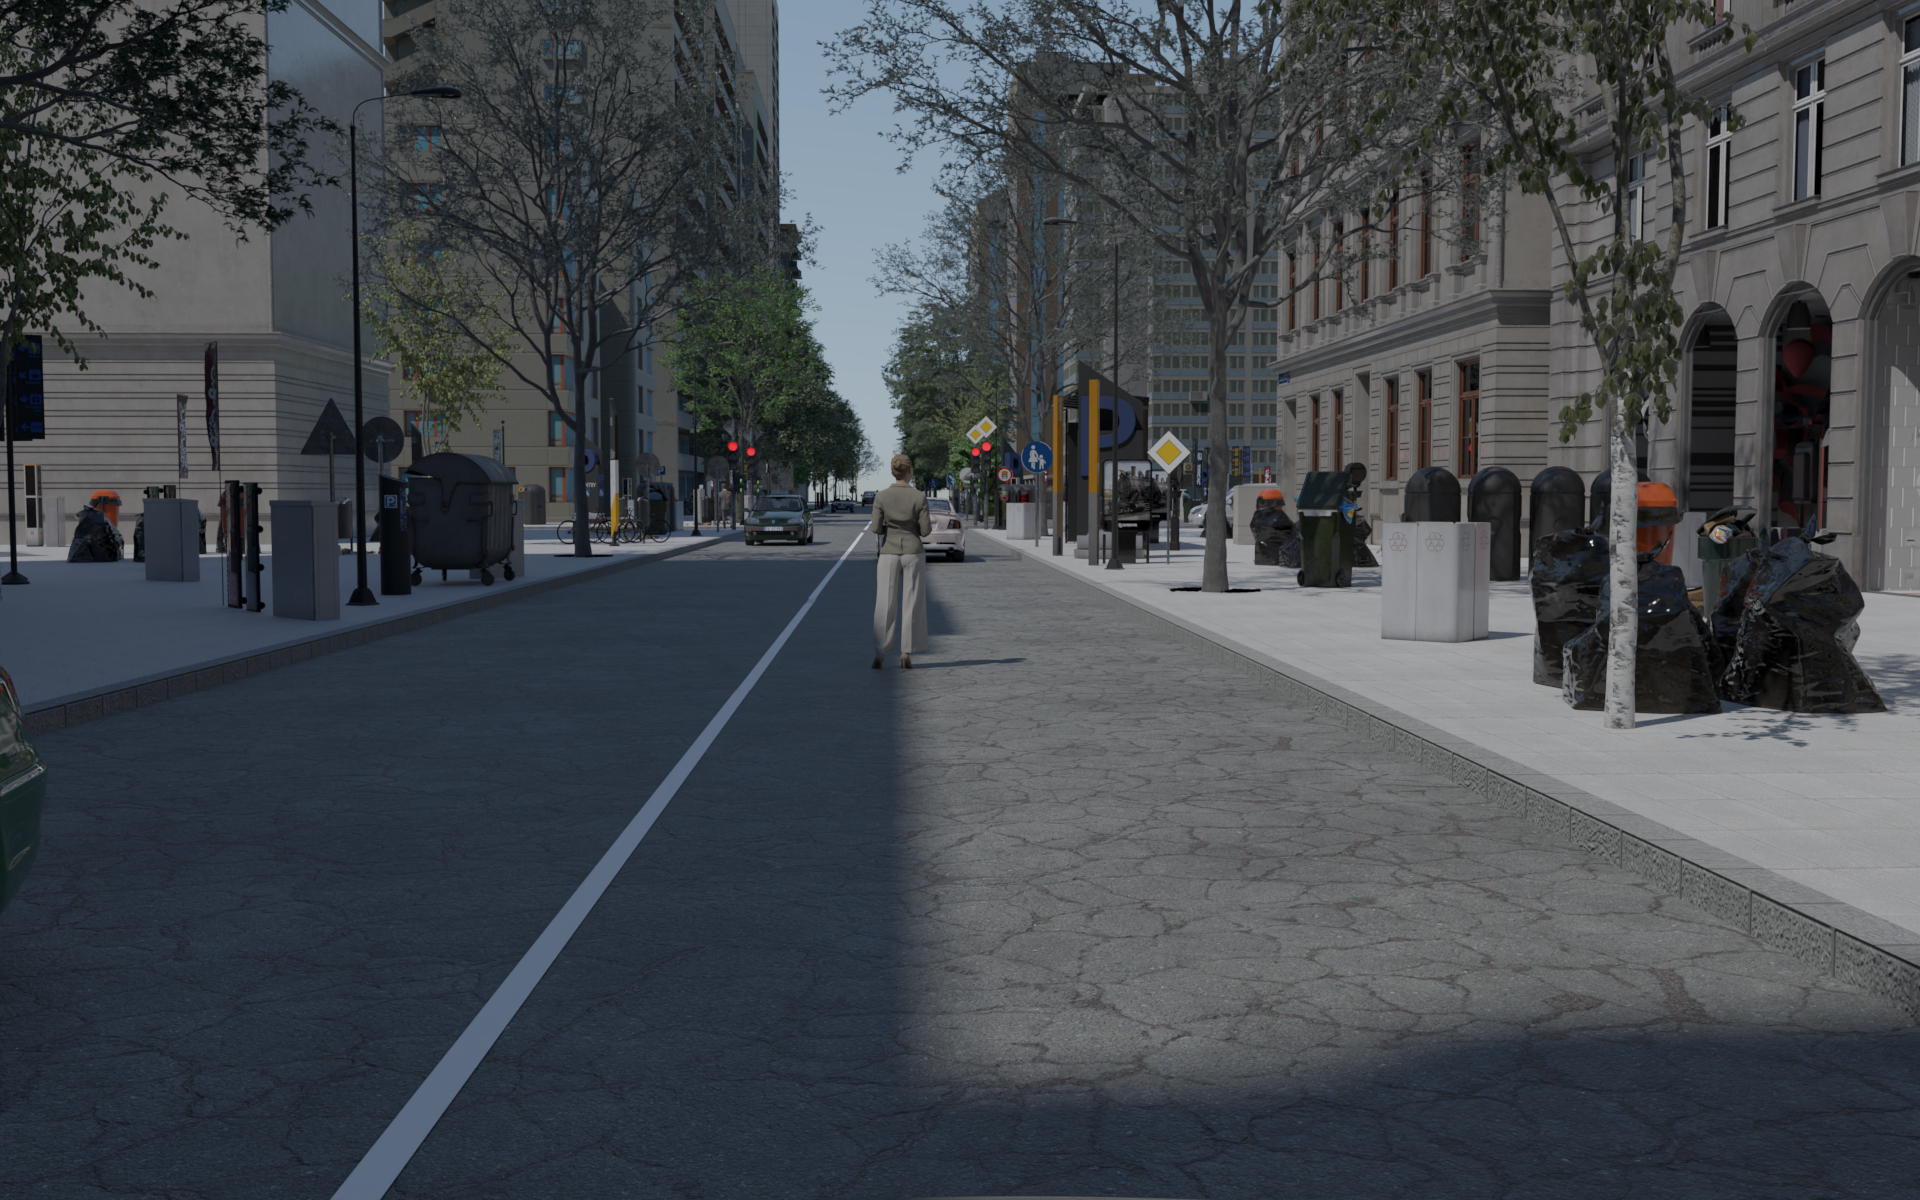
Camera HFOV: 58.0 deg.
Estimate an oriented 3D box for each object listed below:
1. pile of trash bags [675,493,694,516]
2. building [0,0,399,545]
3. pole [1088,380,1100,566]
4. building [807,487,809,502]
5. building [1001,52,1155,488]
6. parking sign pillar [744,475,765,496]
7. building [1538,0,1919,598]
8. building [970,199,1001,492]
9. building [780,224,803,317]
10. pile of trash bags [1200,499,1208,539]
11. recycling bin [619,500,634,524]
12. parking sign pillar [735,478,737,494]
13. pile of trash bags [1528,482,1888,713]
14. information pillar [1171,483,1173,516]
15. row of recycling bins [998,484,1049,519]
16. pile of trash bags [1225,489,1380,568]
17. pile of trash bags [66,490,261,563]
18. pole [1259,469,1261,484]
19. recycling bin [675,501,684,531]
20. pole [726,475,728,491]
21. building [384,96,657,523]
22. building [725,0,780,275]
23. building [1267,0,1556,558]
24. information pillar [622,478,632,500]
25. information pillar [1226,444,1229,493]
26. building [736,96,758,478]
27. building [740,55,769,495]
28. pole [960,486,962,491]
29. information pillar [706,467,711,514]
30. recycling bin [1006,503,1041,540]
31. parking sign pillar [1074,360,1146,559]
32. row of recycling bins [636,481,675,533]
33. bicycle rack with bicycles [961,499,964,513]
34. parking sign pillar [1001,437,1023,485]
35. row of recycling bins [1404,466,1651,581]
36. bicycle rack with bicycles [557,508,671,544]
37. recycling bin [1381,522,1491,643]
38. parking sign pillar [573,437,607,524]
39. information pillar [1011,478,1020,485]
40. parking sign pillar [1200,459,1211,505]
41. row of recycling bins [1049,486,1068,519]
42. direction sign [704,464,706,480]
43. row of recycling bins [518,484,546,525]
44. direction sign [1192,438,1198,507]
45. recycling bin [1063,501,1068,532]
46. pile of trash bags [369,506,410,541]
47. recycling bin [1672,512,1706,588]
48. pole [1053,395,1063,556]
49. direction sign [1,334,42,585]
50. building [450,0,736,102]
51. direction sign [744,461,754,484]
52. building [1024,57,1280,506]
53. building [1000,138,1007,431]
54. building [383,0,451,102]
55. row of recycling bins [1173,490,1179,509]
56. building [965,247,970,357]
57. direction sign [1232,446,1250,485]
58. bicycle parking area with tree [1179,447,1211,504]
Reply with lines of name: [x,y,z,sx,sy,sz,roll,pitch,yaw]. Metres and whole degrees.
pile of trash bags: [-16.659,-5.807,104.704,1.912,1.369,3.447,1,4,15]
building: [-27.284,-12.949,47.881,21.152,22.565,11.583,0,4,-2]
pole: [2.402,-2.273,31.013,0.158,3.312,0.155,0,3,0]
building: [-33.111,-31.937,293.876,14.160,30.474,14.107,0,4,-2]
building: [12.177,-32.231,177.092,14.600,45.320,14.200,0,4,-2]
parking sign pillar: [-16.218,-9.228,139.342,1.447,3.967,1.447,-3,5,-41]
building: [17.515,-10.973,21.211,13.314,21.916,24.055,0,4,-2]
building: [9.298,-36.985,254.822,14.600,45.320,14.200,0,4,-2]
building: [-36.085,-37.725,271.429,22.147,44.769,28.867,0,4,-2]
pile of trash bags: [7.918,-2.439,49.627,1.912,1.369,3.447,0,4,4]
recycling bin: [-14.510,-3.816,74.952,0.722,1.027,0.722,-1,4,-19]
parking sign pillar: [-18.212,-9.496,143.724,1.447,3.967,1.447,1,4,19]
pile of trash bags: [4.815,-0.116,11.648,1.912,1.369,3.447,1,4,12]
information pillar: [10.296,-4.944,85.323,0.304,2.012,0.304,-1,4,-16]
row of recycling bins: [2.468,-3.998,72.478,1.069,1.692,3.534,2,4,25]
pile of trash bags: [6.173,-1.332,31.537,1.912,1.369,3.447,-1,4,-13]
pile of trash bags: [-15.294,-1.433,33.177,3.447,1.369,1.912,0,4,-3]
pole: [23.982,-8.843,138.427,0.158,3.312,0.155,0,3,0]
recycling bin: [-10.130,-2.942,60.651,0.722,1.027,0.722,1,4,11]
pole: [-19.358,-9.188,144.066,0.158,3.312,0.155,0,3,0]
building: [-31.813,-15.023,90.669,27.650,21.520,28.899,0,4,-2]
building: [-33.847,-49.393,245.832,20.563,71.187,20.611,0,4,-2]
building: [15.302,-12.713,44.011,11.583,22.565,21.152,0,4,-2]
information pillar: [-15.486,-4.655,80.600,0.304,2.012,0.304,1,4,20]
information pillar: [10.646,-4.804,69.892,0.504,3.616,0.183,-3,4,-36]
building: [-27.658,-29.920,172.794,14.154,41.232,14.086,0,4,-2]
building: [-32.350,-34.649,190.211,21.300,48.544,21.600,0,4,-2]
pole: [0.073,-8.379,130.842,0.158,3.312,0.155,0,3,0]
information pillar: [-13.981,-6.419,96.301,0.183,3.616,0.504,1,4,15]
recycling bin: [1.796,-2.222,48.887,0.722,1.027,0.722,-3,5,-41]
parking sign pillar: [2.999,-2.818,34.543,1.447,3.967,1.447,0,4,7]
row of recycling bins: [-10.194,-3.105,57.877,1.069,1.692,3.534,0,4,-1]
bicycle rack with bicycles: [0.457,-6.224,115.149,2.925,0.926,2.852,0,4,7]
parking sign pillar: [2.461,-5.713,81.877,1.447,3.967,1.447,3,4,36]
row of recycling bins: [8.436,-1.141,25.765,3.534,1.692,1.069,1,4,9]
bicycle rack with bicycles: [-9.047,-1.955,45.352,2.925,0.926,2.852,-1,4,-12]
recycling bin: [4.215,-0.171,15.345,0.722,1.027,0.722,3,5,41]
parking sign pillar: [-15.971,-5.266,74.566,1.447,3.967,1.447,2,4,26]
information pillar: [2.484,-4.493,77.952,0.304,2.012,0.304,2,4,27]
parking sign pillar: [18.943,-8.810,132.511,1.447,3.967,1.447,-2,4,-32]
row of recycling bins: [5.570,-4.871,86.752,1.069,1.692,3.534,-3,5,-43]
direction sign: [-16.071,-7.210,109.885,0.379,3.537,0.876,-2,4,-27]
row of recycling bins: [-18.078,-4.048,73.297,1.069,1.692,3.534,-1,4,-19]
direction sign: [9.593,-4.816,70.736,0.379,3.537,0.876,1,4,20]
recycling bin: [3.984,-2.871,59.493,0.722,1.027,0.722,2,4,23]
pile of trash bags: [-14.345,-2.266,46.805,3.447,1.369,1.912,2,4,34]
recycling bin: [9.734,-0.690,23.839,0.722,1.027,0.722,-2,4,-28]
pole: [2.031,-2.571,35.874,0.158,3.312,0.155,0,3,0]
direction sign: [-13.443,-1.990,24.533,0.876,3.537,0.379,-2,4,-30]
building: [-31.466,-32.461,154.437,21.300,48.544,21.600,0,4,-2]
direction sign: [-12.071,-6.562,99.291,0.876,3.537,0.379,0,4,-4]
building: [22.354,-28.544,158.570,32.217,40.220,23.993,0,4,-2]
building: [16.048,-33.281,198.770,22.147,44.769,28.867,0,4,-2]
building: [-30.662,-30.890,128.745,21.300,48.544,21.600,0,4,-2]
row of recycling bins: [12.728,-6.493,113.272,3.534,1.692,1.069,-2,4,-29]
building: [12.114,-38.900,290.643,22.147,44.769,28.867,0,4,-2]
direction sign: [13.200,-5.470,81.438,0.876,3.537,0.379,2,4,24]
bicycle parking area with tree: [12.578,-7.324,106.749,8.231,4.147,9.016,2,4,25]
